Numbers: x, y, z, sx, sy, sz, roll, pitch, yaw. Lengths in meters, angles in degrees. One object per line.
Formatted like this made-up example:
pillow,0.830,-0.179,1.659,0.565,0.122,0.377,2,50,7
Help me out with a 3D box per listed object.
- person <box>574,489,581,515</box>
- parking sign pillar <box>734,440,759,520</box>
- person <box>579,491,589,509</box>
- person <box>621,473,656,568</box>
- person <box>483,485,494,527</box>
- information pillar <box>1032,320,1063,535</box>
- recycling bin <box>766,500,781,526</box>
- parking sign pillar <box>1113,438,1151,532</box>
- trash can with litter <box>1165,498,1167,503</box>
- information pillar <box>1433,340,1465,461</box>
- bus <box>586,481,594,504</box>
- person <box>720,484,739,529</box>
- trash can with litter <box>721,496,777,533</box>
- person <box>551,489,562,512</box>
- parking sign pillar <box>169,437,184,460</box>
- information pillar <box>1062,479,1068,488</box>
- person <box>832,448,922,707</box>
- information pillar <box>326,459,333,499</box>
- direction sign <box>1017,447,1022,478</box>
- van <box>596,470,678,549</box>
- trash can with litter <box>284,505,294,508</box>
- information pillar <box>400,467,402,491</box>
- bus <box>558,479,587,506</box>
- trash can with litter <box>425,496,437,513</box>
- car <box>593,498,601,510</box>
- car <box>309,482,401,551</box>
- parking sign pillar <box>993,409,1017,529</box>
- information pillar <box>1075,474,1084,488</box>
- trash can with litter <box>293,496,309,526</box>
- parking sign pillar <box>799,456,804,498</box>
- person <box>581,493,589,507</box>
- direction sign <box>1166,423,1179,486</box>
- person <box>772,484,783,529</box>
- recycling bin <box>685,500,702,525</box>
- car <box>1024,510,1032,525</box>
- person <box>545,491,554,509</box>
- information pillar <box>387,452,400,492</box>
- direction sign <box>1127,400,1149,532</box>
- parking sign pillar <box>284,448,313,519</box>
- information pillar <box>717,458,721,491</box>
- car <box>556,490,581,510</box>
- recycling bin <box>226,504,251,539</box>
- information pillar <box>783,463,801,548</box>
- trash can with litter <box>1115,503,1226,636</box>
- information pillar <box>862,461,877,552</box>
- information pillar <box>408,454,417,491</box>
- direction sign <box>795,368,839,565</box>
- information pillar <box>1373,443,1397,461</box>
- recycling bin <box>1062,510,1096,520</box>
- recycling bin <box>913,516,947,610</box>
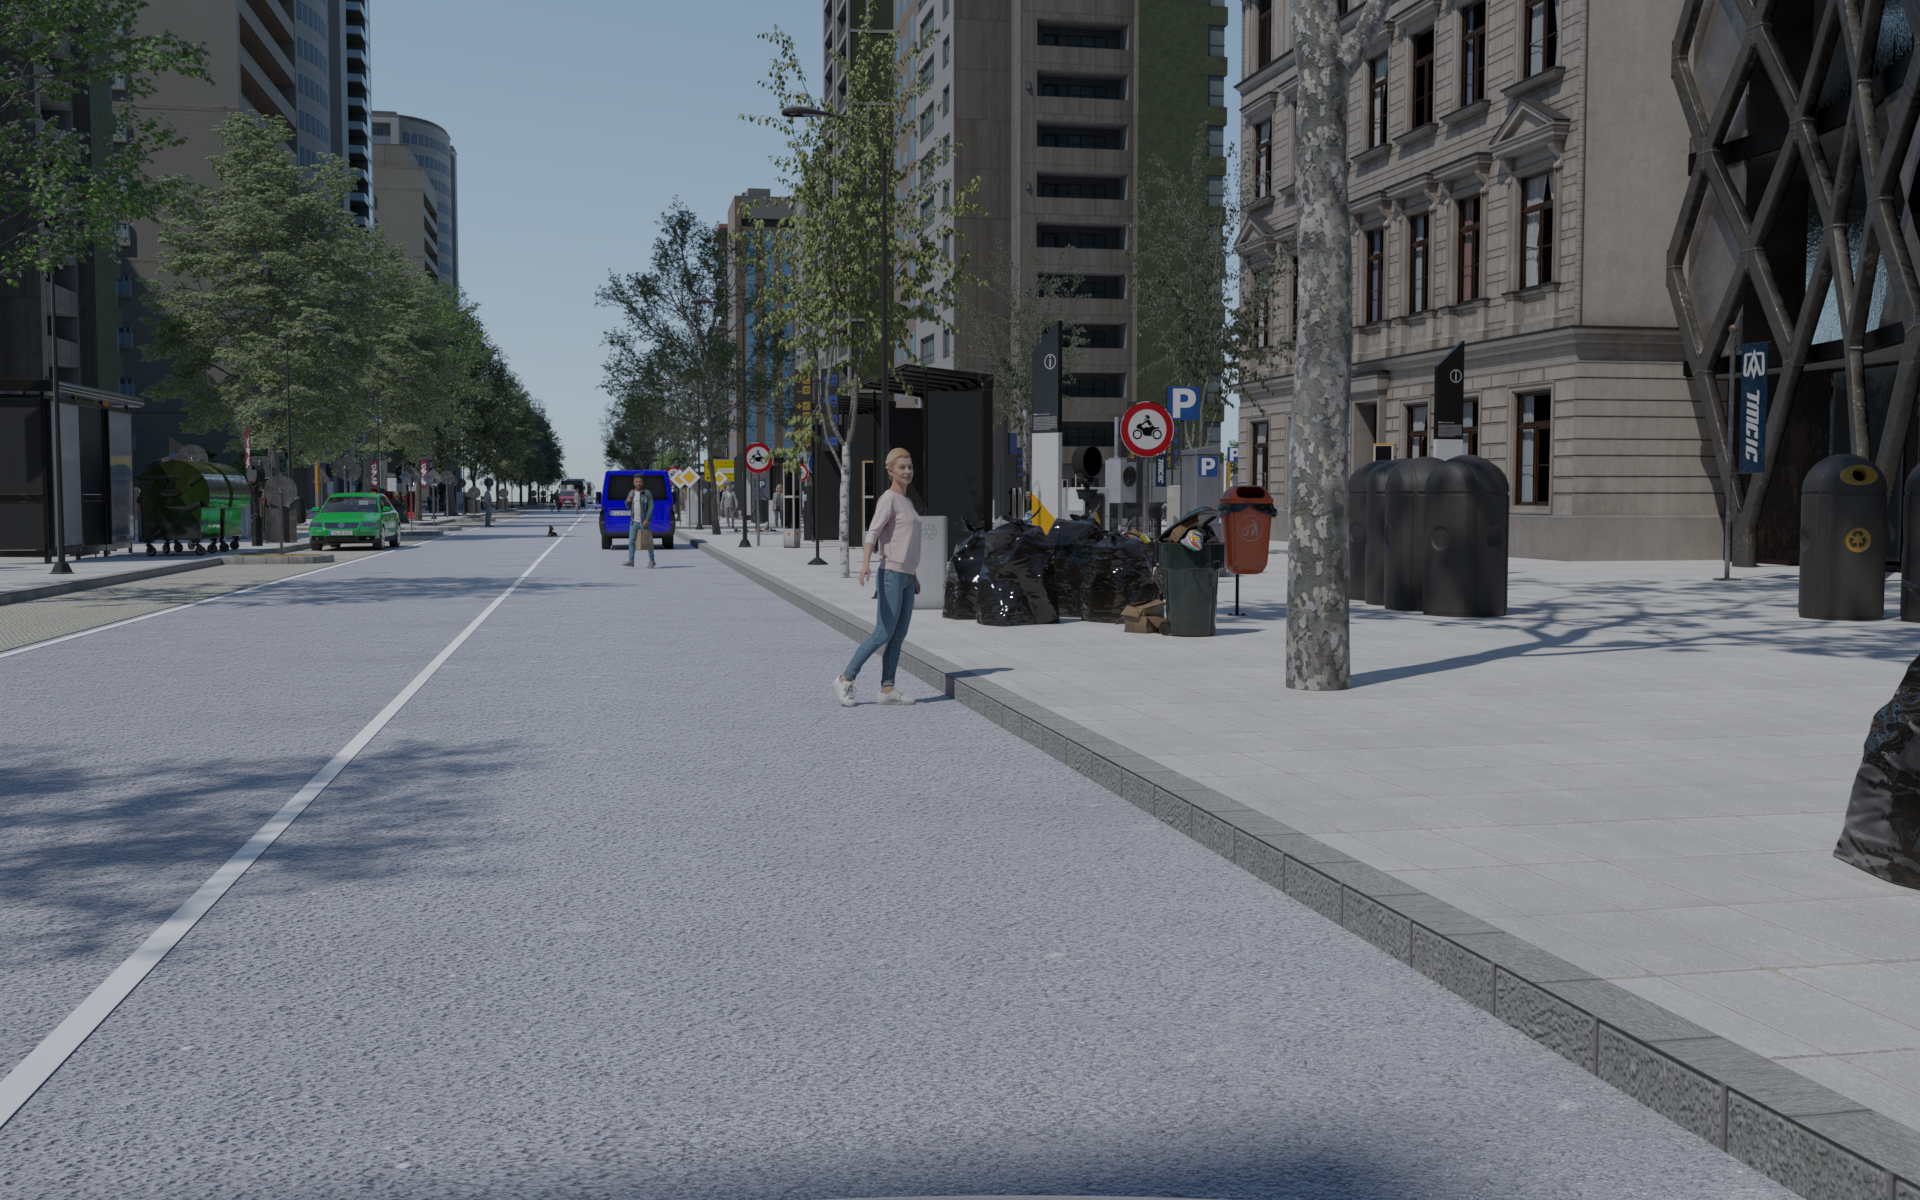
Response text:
person,-26.780,-6.898,121.490,0.583,1.804,0.606,-3,5,-41
parking sign pillar,-10.653,-6.016,86.841,1.447,3.967,1.447,1,4,14
person,-35.838,-9.512,164.734,1.217,1.743,0.721,0,4,-3
person,-6.120,-1.516,33.278,0.794,1.824,0.713,3,5,39
person,-20.712,-4.123,76.017,0.391,1.810,0.635,-2,4,-25
information pillar,1.193,-1.967,23.522,0.504,3.616,0.183,3,5,44
recycling bin,-7.460,-3.556,70.693,0.722,1.027,0.722,1,4,17
parking sign pillar,5.788,-4.291,58.626,1.447,3.967,1.447,-3,4,-36
trash can with litter,7.718,-3.080,61.749,1.055,1.170,0.624,-3,5,-43
information pillar,7.425,-2.138,26.313,0.504,3.616,0.183,-1,4,-19
bus,-53.374,-15.322,245.369,2.948,3.499,13.247,-1,4,-10
person,-9.028,-3.623,67.862,0.709,1.813,0.853,0,4,-8
trash can with litter,-7.054,-2.895,58.386,2.233,1.210,1.678,-3,5,-42
person,-32.367,-7.981,138.951,0.822,1.834,0.622,0,4,6
parking sign pillar,-36.637,-5.709,81.816,1.447,3.967,1.447,-1,4,-12
information pillar,5.218,-5.053,87.107,0.304,2.012,0.304,-1,4,-19
person,-0.575,-0.154,11.690,0.598,1.740,0.731,0,4,7
information pillar,-40.550,-7.347,111.478,0.183,3.616,0.504,2,4,28
direction sign,2.662,-5.630,84.052,0.876,3.537,0.379,-2,4,-26
van,-8.695,-2.583,46.620,2.240,2.365,5.245,-1,4,-11
trash can with litter,-26.372,-3.405,67.056,1.055,1.170,0.624,0,4,2
information pillar,-42.969,-8.646,132.720,0.504,3.616,0.183,1,4,15
bus,-44.565,-12.544,199.958,2.948,3.499,13.247,-1,4,-10
trash can with litter,-41.563,-7.616,135.907,0.624,1.170,1.055,0,4,2
car,-32.603,-9.111,158.562,1.945,1.707,3.694,-1,4,-12
car,-15.714,-2.219,45.069,1.959,1.807,4.718,-1,4,-10
parking sign pillar,1.444,-4.097,55.464,1.447,3.967,1.447,-1,4,-12
information pillar,3.773,-3.002,53.577,0.304,2.012,0.304,-3,5,-44
trash can with litter,-26.623,-3.622,70.275,1.678,1.210,2.233,2,4,29
parking sign pillar,-11.535,-8.227,122.984,1.447,3.967,1.447,1,4,18
person,-41.904,-11.237,192.218,1.348,1.826,0.705,-1,4,-20
direction sign,6.816,-3.892,55.623,0.379,3.537,0.876,-1,4,-17
person,-6.769,-3.487,65.688,0.709,1.800,0.728,0,4,4
recycling bin,-11.047,-3.651,72.242,0.722,1.027,0.722,-1,4,-17
car,4.804,-3.528,69.678,4.499,1.417,2.014,-1,4,-13
person,-38.453,-9.410,163.076,1.217,1.735,0.721,0,4,1
information pillar,-29.485,-6.026,89.874,0.504,3.616,0.183,1,4,8
direction sign,4.337,-3.077,42.313,0.379,3.537,0.876,-2,4,-29
parking sign pillar,-39.042,-6.930,101.773,1.447,3.967,1.447,0,4,5
information pillar,-15.805,-7.352,111.552,0.504,3.616,0.183,1,4,11
car,-35.433,-9.053,156.694,2.281,1.827,5.304,-1,4,-11
recycling bin,-20.726,-2.263,49.555,0.722,1.027,0.722,-1,4,-14
information pillar,-3.999,-2.243,41.161,0.304,2.012,0.304,2,4,24
trash can with litter,1.887,-0.270,15.808,1.055,1.170,0.624,3,5,42
information pillar,-2.011,-2.077,38.454,0.304,2.012,0.304,0,4,-7
information pillar,-28.153,-5.983,89.169,0.504,3.616,0.183,-1,4,-21
direction sign,-2.586,-2.407,31.344,0.876,3.537,0.379,1,4,22
information pillar,6.196,-1.272,25.297,0.304,2.012,0.304,1,4,23
recycling bin,1.683,-0.874,26.838,0.722,1.027,0.722,0,4,-7
recycling bin,-0.524,-0.426,19.515,0.722,1.027,0.722,0,4,-4
